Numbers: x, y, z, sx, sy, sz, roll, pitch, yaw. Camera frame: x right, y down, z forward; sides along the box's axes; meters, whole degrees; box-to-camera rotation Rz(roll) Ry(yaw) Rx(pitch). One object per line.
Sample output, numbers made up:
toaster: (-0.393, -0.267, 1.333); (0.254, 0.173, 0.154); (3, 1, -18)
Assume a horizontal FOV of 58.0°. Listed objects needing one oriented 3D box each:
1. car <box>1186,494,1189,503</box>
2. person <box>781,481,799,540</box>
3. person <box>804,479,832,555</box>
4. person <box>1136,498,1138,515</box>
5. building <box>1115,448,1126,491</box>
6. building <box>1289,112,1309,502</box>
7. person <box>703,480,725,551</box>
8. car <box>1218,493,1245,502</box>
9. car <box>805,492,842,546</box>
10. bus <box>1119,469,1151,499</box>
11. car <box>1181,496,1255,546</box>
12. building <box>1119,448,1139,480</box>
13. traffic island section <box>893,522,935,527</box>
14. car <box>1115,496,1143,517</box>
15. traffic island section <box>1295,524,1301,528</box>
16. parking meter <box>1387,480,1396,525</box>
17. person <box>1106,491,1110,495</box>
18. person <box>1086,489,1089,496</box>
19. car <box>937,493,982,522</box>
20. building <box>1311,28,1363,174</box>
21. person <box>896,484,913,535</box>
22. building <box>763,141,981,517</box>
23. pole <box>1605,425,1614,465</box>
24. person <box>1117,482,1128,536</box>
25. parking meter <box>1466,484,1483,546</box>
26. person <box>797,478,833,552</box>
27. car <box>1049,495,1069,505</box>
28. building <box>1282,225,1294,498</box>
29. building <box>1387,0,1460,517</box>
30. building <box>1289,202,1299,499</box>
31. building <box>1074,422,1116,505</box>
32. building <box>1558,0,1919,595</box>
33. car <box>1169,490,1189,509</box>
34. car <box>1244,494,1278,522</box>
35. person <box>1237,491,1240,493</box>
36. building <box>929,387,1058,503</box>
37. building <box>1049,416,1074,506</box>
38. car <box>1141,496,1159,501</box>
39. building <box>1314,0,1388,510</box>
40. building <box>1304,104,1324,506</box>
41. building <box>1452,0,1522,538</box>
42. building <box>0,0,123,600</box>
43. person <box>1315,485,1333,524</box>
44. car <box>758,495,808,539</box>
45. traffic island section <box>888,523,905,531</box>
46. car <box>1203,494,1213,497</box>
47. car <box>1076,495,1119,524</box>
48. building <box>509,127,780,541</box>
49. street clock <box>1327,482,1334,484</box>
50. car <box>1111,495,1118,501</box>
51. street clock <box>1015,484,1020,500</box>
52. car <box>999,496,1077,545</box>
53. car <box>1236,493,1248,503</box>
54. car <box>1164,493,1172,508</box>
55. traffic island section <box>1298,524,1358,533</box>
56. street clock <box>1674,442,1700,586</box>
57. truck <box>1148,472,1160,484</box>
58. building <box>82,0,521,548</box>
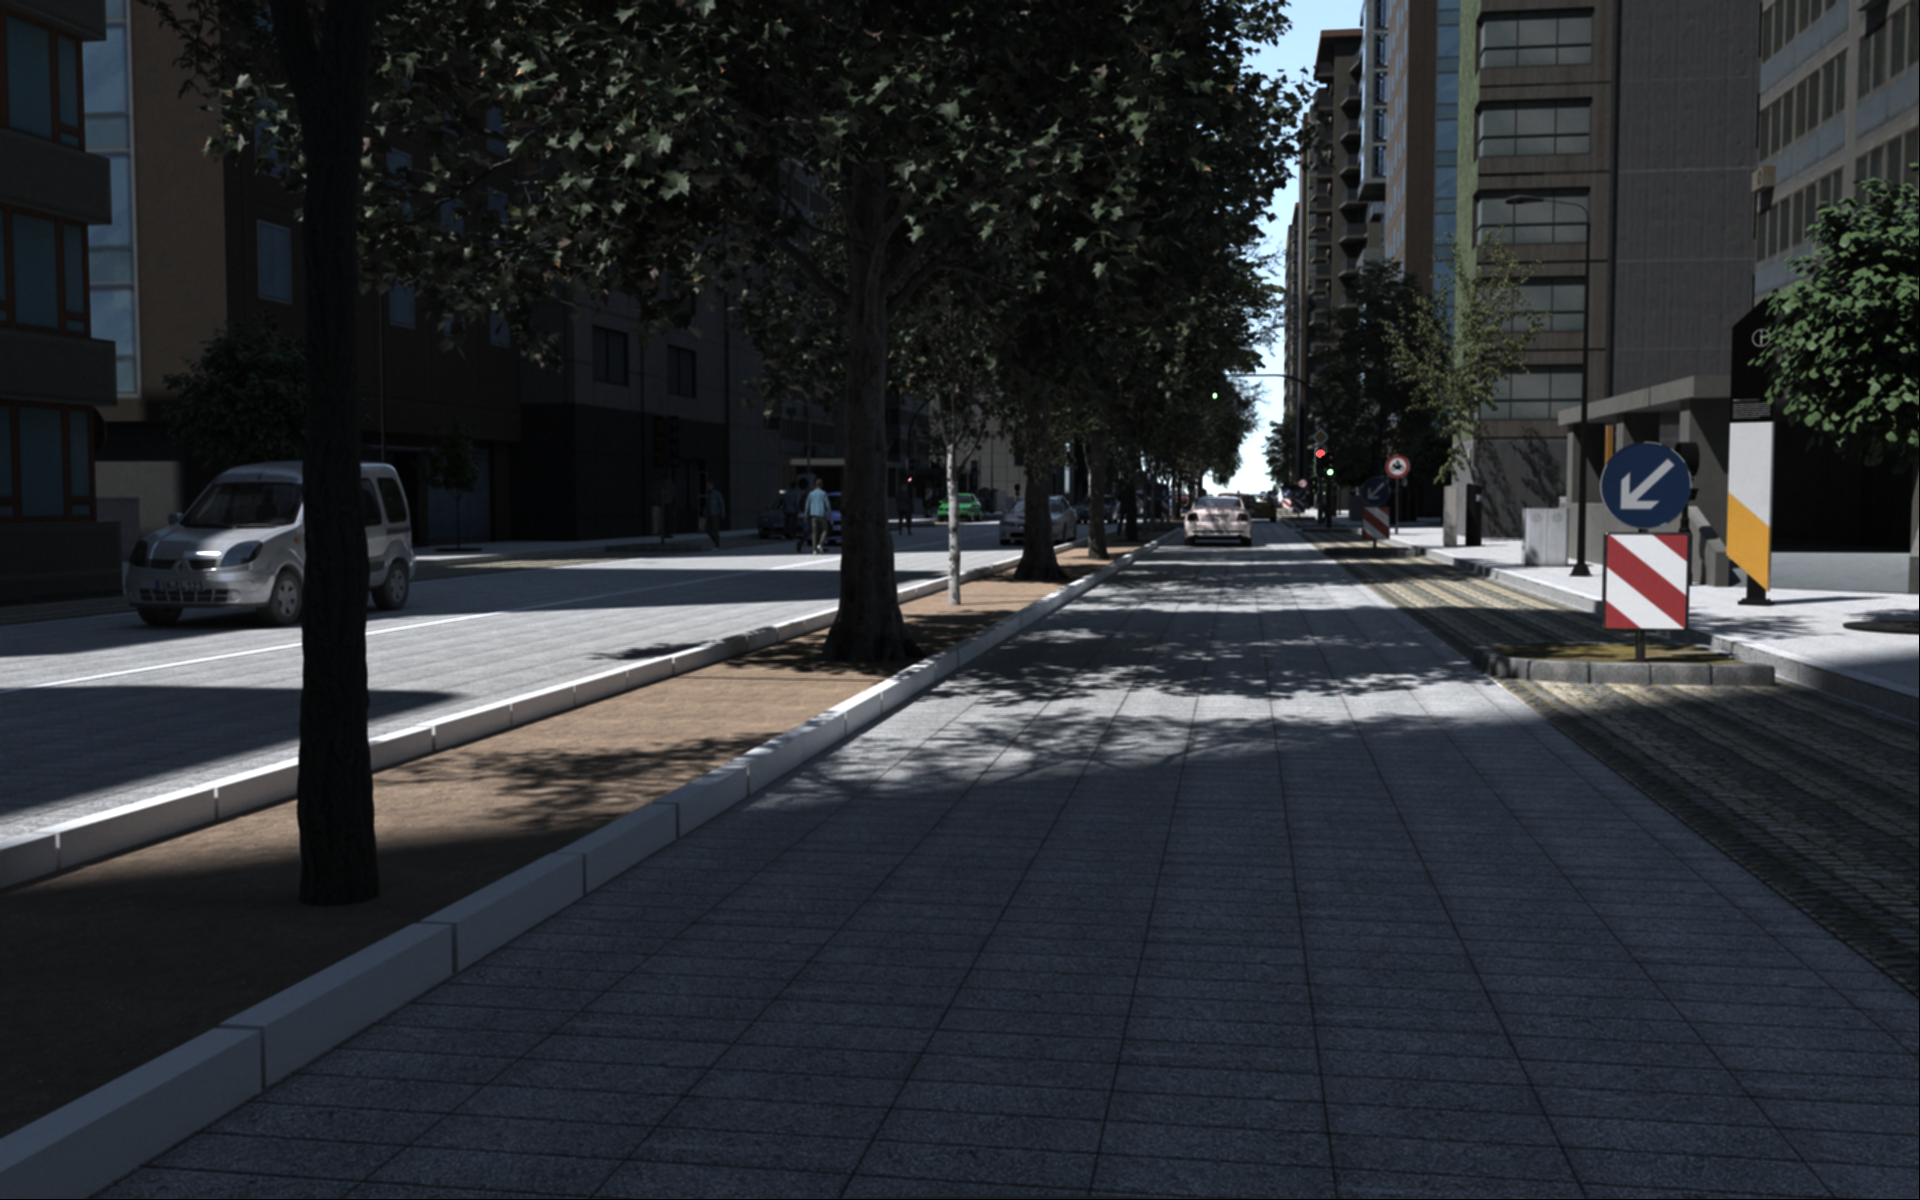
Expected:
car: (24.267, -11.052, 189.499); (1.959, 1.807, 4.718); (1, 4, 9)
person: (-5.216, -2.730, 53.161); (0.660, 1.820, 0.620); (2, 4, 28)
person: (-3.350, -1.961, 40.902); (0.601, 1.785, 0.444); (1, 4, 13)
person: (10.533, -5.580, 104.754); (0.505, 1.210, 0.382); (3, 5, 44)
building: (13.908, -39.477, 265.051); (23.786, 49.044, 30.456); (1, 4, 9)
building: (45.851, -33.522, 198.192); (14.600, 45.320, 14.200); (1, 4, 9)
person: (-6.181, -2.125, 43.591); (0.444, 1.785, 0.601); (-3, 5, -41)
car: (16.658, -6.020, 107.460); (2.155, 1.783, 4.494); (0, 4, 8)
car: (-3.240, -2.424, 49.230); (1.945, 1.707, 3.694); (1, 4, 9)
bus: (18.128, -11.338, 176.925); (2.896, 3.916, 12.252); (1, 4, 9)
car: (7.292, -2.238, 48.958); (2.083, 1.381, 4.827); (1, 4, 9)
building: (19.091, -40.802, 290.821); (21.300, 48.544, 21.600); (1, 4, 9)
traffic island section: (-2.245, -3.303, 76.284); (2.009, 0.180, 2.903); (1, 4, 9)
car: (10.594, -5.947, 109.594); (2.083, 1.381, 4.827); (1, 4, 11)
traffic island section: (15.264, -3.128, 73.425); (2.009, 0.180, 2.903); (1, 4, 9)
parking meter: (18.175, -4.111, 72.924); (0.399, 1.863, 0.255); (-3, 5, -40)
person: (16.079, -10.945, 188.129); (1.217, 1.739, 0.721); (0, 4, -5)
person: (8.453, -6.395, 113.291); (0.478, 1.798, 0.641); (1, 4, 23)
car: (-0.008, -4.904, 88.984); (1.959, 1.807, 4.718); (1, 4, 9)
building: (44.171, -31.025, 161.878); (22.147, 44.769, 28.867); (1, 4, 9)
person: (-1.971, -3.172, 60.542); (0.537, 1.800, 0.526); (2, 4, 32)
building: (-15.286, -26.330, 122.372); (32.217, 40.220, 23.993); (1, 4, 9)
pole: (16.865, -3.132, 45.051); (0.158, 3.312, 0.155); (0, 3, 0)
person: (5.661, -3.113, 59.207); (0.655, 1.846, 0.447); (2, 4, 30)
parking meter: (12.652, -2.093, 42.638); (0.372, 1.533, 0.369); (0, 3, 0)
person: (-3.575, -2.082, 42.499); (0.822, 1.834, 0.622); (2, 4, 27)
car: (5.386, -5.504, 102.347); (2.083, 1.381, 4.827); (1, 4, 10)
building: (65.603, -40.844, 291.495); (21.300, 48.544, 21.600); (1, 4, 9)
building: (32.151, -27.487, 99.528); (14.600, 45.320, 14.200); (1, 4, 9)
building: (59.452, -36.570, 252.540); (22.147, 44.769, 28.867); (1, 4, 9)
building: (14.260, -28.784, 242.316); (14.160, 30.474, 14.107); (1, 4, 9)
building: (27.447, -20.493, 26.943); (32.217, 40.220, 23.993); (1, 4, 9)
car: (20.489, -9.467, 163.452); (2.281, 1.827, 5.304); (1, 4, 9)
car: (15.424, -4.843, 89.411); (2.015, 1.641, 3.980); (0, 4, 8)
person: (31.288, -11.402, 194.864); (0.705, 1.831, 1.348); (0, 4, 4)
building: (-1.453, -44.259, 161.882); (20.563, 71.187, 20.611); (1, 4, 9)
building: (1.848, -53.488, 187.201); (22.319, 86.520, 31.000); (1, 4, 9)
car: (14.411, -7.378, 130.423); (2.009, 1.686, 4.222); (1, 4, 11)
building: (38.739, -49.876, 128.144); (22.319, 86.520, 31.000); (1, 4, 9)
building: (43.797, -30.596, 183.838); (14.154, 41.232, 14.086); (1, 4, 9)
building: (22.983, -22.715, 54.986); (14.154, 41.232, 14.086); (1, 4, 9)
building: (-27.707, -10.187, 11.605); (27.650, 21.520, 28.899); (1, 4, 9)
person: (16.079, -4.153, 76.528); (0.709, 1.813, 0.853); (-1, 4, -17)
car: (-5.255, -2.720, 56.472); (2.014, 1.417, 4.499); (1, 4, 9)
traffic island section: (-3.534, -2.821, 68.403); (2.009, 0.180, 2.903); (1, 4, 9)
car: (43.470, -17.890, 302.286); (2.009, 1.686, 4.222); (1, 4, 10)
car: (6.723, -4.430, 84.436); (2.014, 1.417, 4.499); (1, 4, 10)
building: (-18.786, -37.814, 56.513); (20.611, 71.187, 20.563); (1, 4, 9)
street clock: (21.535, -5.878, 100.668); (0.471, 2.002, 0.358); (-3, 5, -41)
car: (17.313, -11.095, 193.982); (1.945, 1.354, 3.894); (1, 4, 9)
street clock: (4.198, -7.468, 126.678); (0.358, 2.002, 0.471); (2, 4, 30)
car: (2.303, -2.315, 50.207); (2.083, 1.381, 4.827); (1, 4, 10)
car: (19.389, -6.802, 120.252); (2.155, 1.783, 4.494); (1, 4, 9)
car: (18.041, -8.742, 152.524); (1.945, 1.707, 3.694); (1, 4, 9)
traffic island section: (13.975, -2.646, 65.545); (2.009, 0.180, 2.903); (1, 4, 9)
street clock: (10.150, -1.203, 24.247); (0.358, 2.002, 0.471); (0, 4, 8)
truck: (23.088, -13.460, 209.829); (2.967, 4.110, 18.799); (1, 4, 9)
building: (-19.806, -23.872, 40.425); (14.600, 45.320, 14.200); (1, 4, 9)
